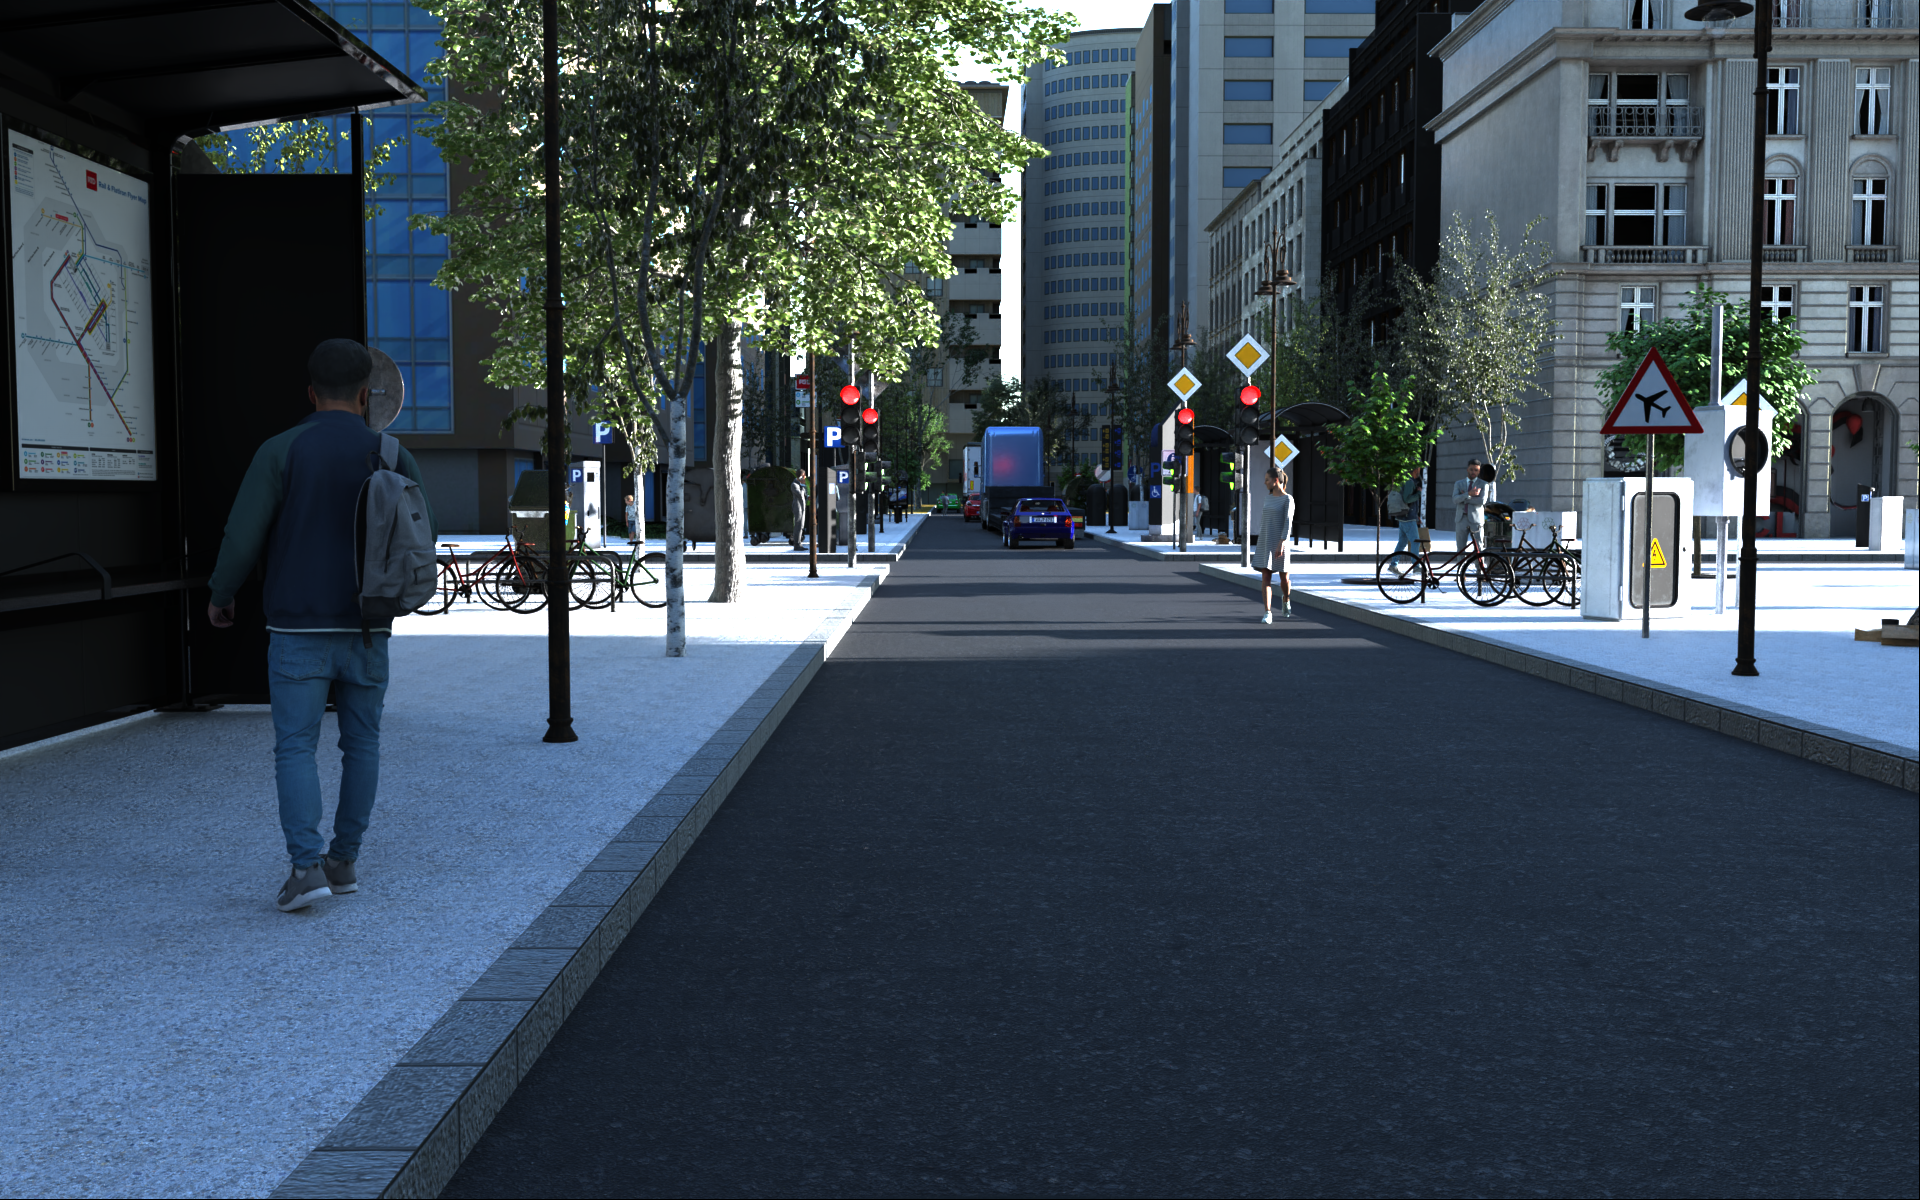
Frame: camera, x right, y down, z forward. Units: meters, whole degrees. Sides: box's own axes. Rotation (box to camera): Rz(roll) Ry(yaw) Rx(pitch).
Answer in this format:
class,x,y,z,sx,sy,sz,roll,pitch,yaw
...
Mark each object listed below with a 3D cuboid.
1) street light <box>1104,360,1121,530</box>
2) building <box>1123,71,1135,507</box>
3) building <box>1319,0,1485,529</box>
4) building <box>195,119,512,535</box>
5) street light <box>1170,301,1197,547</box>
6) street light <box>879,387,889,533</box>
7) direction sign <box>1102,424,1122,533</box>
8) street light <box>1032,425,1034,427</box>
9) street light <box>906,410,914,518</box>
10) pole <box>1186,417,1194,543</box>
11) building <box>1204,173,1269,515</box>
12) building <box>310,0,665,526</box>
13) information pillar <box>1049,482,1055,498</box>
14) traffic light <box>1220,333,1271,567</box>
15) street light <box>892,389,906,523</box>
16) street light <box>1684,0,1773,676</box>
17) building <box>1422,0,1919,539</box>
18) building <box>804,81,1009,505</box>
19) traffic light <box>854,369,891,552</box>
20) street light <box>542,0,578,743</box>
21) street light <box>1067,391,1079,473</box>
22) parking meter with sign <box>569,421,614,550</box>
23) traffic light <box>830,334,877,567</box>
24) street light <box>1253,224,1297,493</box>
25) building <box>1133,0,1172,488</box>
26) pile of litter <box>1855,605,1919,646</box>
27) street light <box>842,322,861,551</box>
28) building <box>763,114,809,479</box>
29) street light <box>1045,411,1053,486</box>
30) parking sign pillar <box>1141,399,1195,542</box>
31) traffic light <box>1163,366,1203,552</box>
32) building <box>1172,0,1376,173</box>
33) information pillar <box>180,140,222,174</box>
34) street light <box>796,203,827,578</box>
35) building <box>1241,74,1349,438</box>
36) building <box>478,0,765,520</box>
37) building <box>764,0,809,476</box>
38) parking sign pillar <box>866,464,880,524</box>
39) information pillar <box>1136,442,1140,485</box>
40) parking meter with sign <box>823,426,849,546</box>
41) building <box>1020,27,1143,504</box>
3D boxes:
class,x,y,z,sx,sy,sz,roll,pitch,yaw
street light,5.244,-5.308,59.581,0.468,5.910,1.993,0,4,0
building,23.096,-29.826,171.255,14.154,41.232,14.086,0,4,0
building,22.566,-14.737,70.630,12.332,23.373,15.834,0,4,0
building,-20.787,-25.043,59.557,14.600,45.320,14.200,0,4,0
street light,5.334,-4.207,41.578,0.468,5.910,1.993,0,4,0
street light,-2.601,-5.168,57.279,0.468,5.910,1.993,0,4,0
direction sign,4.958,-3.953,56.625,0.379,3.537,0.876,-3,5,-41
street light,4.764,-8.580,113.064,0.468,5.910,1.993,0,4,0
street light,-2.886,-7.353,93.008,0.468,5.910,1.993,0,4,0
pole,5.986,-3.138,45.144,0.158,3.312,0.155,0,3,0
building,20.892,-15.625,104.616,9.793,20.994,18.267,0,4,0
building,-20.662,-26.398,81.717,14.600,45.320,14.200,0,4,0
information pillar,5.413,-5.950,101.777,0.304,2.012,0.304,0,4,-8
traffic light,4.989,-2.530,30.282,0.839,4.253,0.868,0,4,0
street light,-2.733,-6.275,75.389,0.468,5.910,1.993,0,4,0
street light,5.570,-2.405,12.105,0.468,5.910,1.993,0,4,0
building,28.424,-13.036,54.933,24.055,21.916,13.314,0,4,0
building,-5.808,-38.685,221.745,27.495,52.752,28.713,0,4,0
traffic light,-1.939,-3.014,38.193,0.839,4.253,0.868,0,4,0
street light,-2.080,-2.205,8.834,0.468,5.910,1.993,0,4,0
street light,5.069,-6.406,77.530,0.468,5.910,1.993,0,4,0
parking meter with sign,-8.771,-2.700,40.399,0.543,3.016,1.738,1,4,22
traffic light,-1.872,-2.525,30.208,0.839,4.253,0.868,0,4,0
street light,5.410,-3.494,29.921,0.468,5.910,1.993,0,4,0
building,23.441,-30.996,156.893,14.600,45.320,14.200,0,4,0
pile of litter,8.358,-0.040,14.625,1.176,0.858,1.719,0,4,-1
street light,-2.403,-4.051,39.028,0.468,5.910,1.993,0,4,0
building,-29.085,-31.294,166.288,28.867,44.769,22.147,0,4,0
street light,4.875,-7.484,95.149,0.468,5.910,1.993,0,4,0
parking sign pillar,5.594,-3.553,46.557,1.447,3.967,1.447,3,4,37
traffic light,4.921,-3.018,38.267,0.839,4.253,0.868,0,4,0
building,27.067,-36.285,135.262,21.231,58.520,28.212,0,4,0
information pillar,-4.703,-1.183,10.690,0.183,3.616,0.504,2,4,28
street light,-2.258,-3.282,26.453,0.468,5.910,1.993,0,4,0
building,20.764,-14.208,87.059,10.420,20.320,16.860,0,4,0
building,-19.442,-27.754,103.887,14.600,45.320,14.200,0,4,0
building,-35.028,-55.329,217.300,31.000,86.520,22.319,0,4,0
parking sign pillar,-4.045,-5.257,74.419,1.447,3.967,1.447,1,4,11
information pillar,7.539,-5.013,73.309,0.183,3.616,0.504,1,4,16
parking meter with sign,-3.024,-2.906,43.769,0.543,3.016,1.738,-1,4,-15
building,22.077,-41.339,217.888,28.212,58.520,21.231,0,4,0
